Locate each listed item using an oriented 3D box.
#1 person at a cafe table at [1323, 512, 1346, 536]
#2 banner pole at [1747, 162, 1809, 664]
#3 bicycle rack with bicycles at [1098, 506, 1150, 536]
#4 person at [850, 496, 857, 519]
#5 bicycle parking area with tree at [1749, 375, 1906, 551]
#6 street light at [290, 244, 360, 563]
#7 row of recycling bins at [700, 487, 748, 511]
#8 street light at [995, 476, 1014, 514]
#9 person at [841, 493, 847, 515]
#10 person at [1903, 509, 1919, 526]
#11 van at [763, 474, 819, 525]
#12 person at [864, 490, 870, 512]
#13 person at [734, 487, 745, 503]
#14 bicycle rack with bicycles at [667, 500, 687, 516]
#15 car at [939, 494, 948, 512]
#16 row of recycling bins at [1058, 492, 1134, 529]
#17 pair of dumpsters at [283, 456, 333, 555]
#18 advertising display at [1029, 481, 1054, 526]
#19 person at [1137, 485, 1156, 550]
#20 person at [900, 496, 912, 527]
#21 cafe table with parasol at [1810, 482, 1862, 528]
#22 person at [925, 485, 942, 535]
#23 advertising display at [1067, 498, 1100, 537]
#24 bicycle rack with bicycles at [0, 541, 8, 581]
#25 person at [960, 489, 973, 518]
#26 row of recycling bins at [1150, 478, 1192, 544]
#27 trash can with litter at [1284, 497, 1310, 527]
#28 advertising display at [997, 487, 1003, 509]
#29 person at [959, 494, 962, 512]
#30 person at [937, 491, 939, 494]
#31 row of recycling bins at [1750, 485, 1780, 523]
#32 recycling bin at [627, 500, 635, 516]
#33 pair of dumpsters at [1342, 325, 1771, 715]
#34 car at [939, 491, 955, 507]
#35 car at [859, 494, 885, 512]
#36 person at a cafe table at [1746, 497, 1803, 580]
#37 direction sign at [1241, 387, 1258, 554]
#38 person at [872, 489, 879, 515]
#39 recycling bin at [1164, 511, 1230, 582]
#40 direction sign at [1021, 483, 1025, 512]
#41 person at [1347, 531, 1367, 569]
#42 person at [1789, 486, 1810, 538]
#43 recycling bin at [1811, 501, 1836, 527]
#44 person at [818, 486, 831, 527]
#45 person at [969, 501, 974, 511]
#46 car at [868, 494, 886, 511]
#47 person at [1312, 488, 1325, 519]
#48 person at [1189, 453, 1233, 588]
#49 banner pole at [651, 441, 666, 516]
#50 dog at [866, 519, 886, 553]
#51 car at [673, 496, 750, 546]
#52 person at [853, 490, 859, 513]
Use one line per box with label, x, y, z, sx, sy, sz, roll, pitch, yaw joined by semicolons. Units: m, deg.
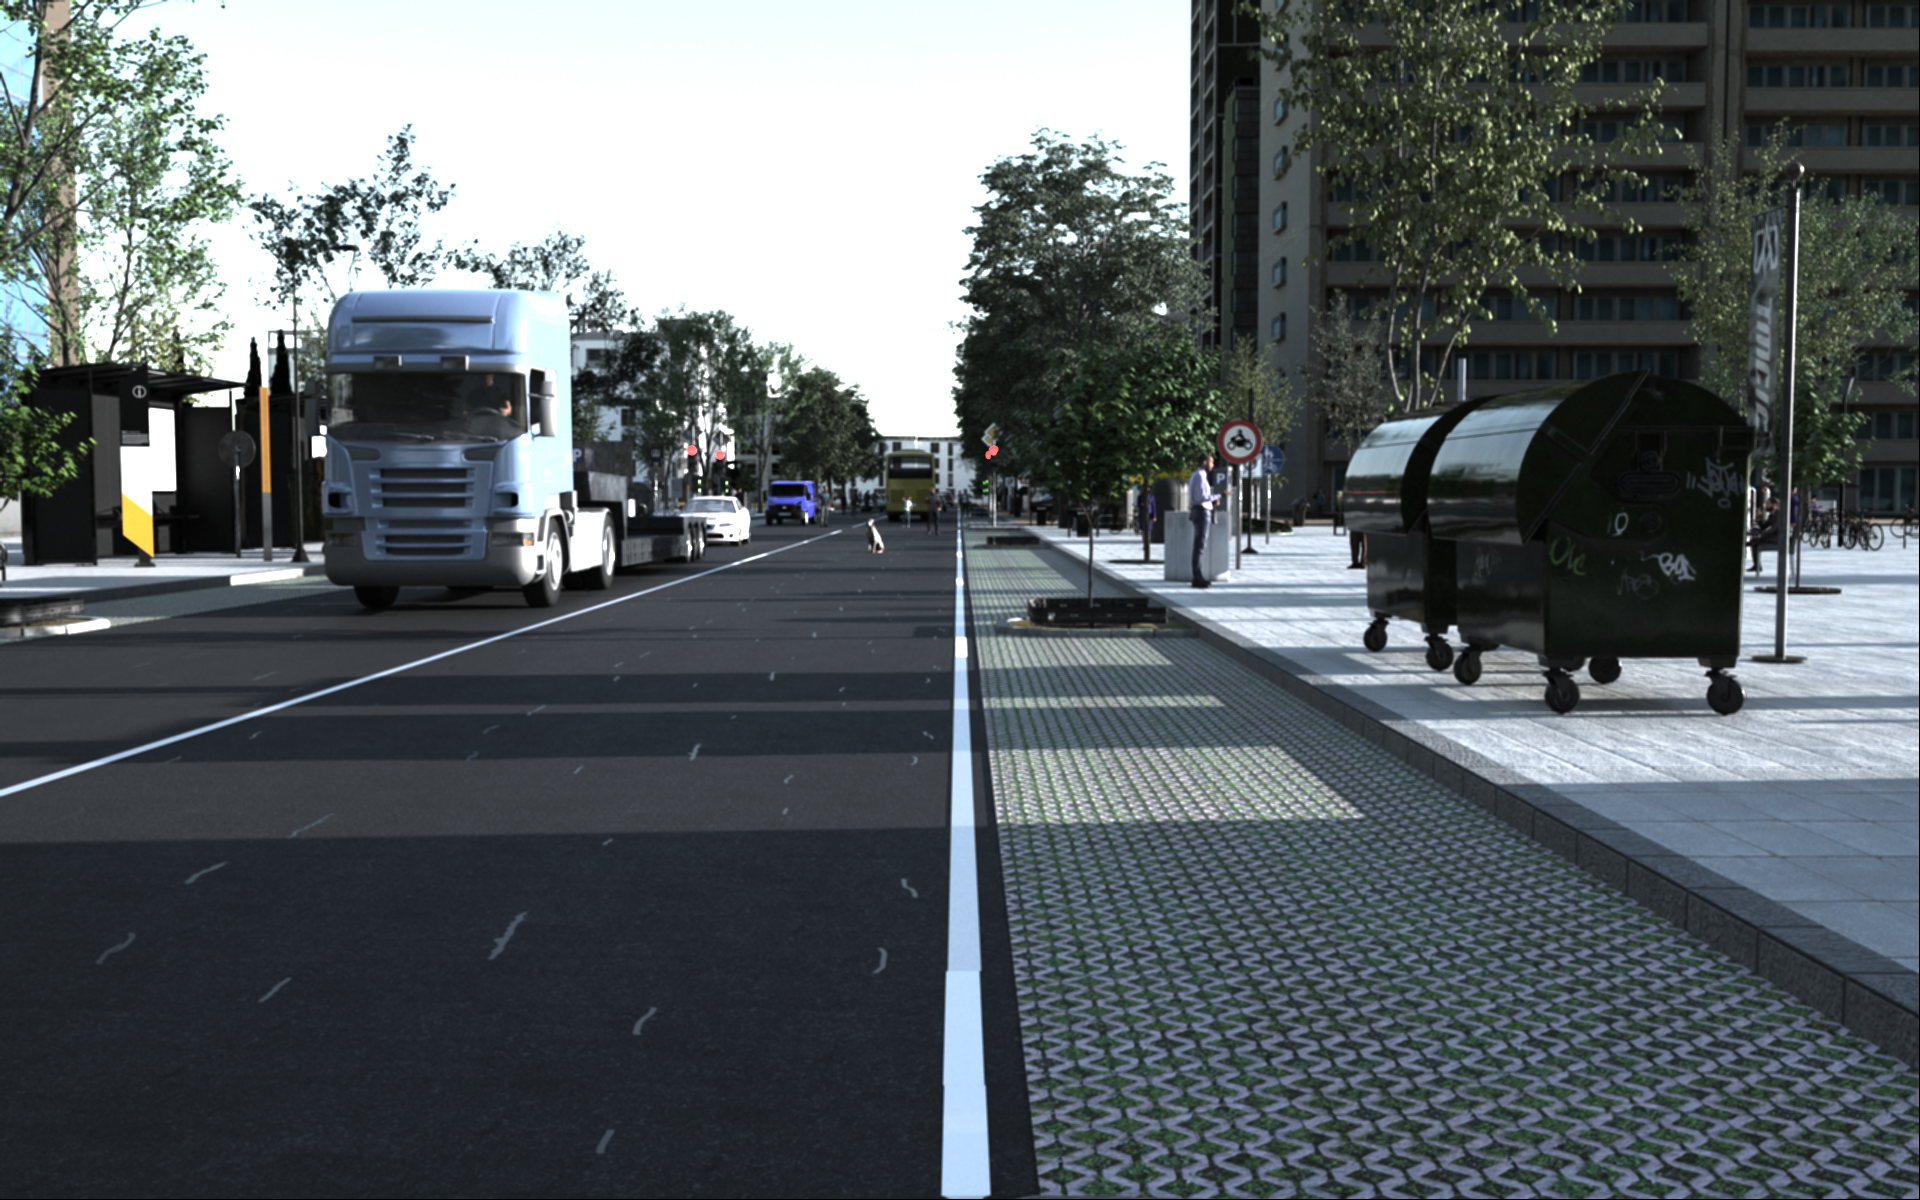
person at a cafe table;12.334;-2.597;53.314;1.698;1.238;1.726;-1;4;-12
banner pole;6.284;-1.431;13.407;0.401;3.779;0.863;0;4;-2
bicycle rack with bicycles;5.843;-2.539;54.898;2.925;0.926;2.852;-3;4;-36
person;-6.213;-5.413;100.905;0.435;1.345;0.340;0;4;-3
bicycle parking area with tree;18.872;-3.378;42.235;8.231;4.147;9.016;1;4;14
street light;-11.845;-3.658;32.346;1.470;5.913;1.316;0;3;0
row of recycling bins;-14.837;-6.229;108.952;3.534;1.692;1.069;-3;5;-43
street light;2.796;-8.476;111.116;1.470;5.913;1.316;0;3;0
person;-8.049;-6.638;119.577;0.480;1.512;0.613;-2;4;-29
person;39.671;-3.388;72.185;0.655;0.850;0.859;-1;4;-9
van;-7.869;-4.687;81.012;2.240;2.365;5.245;0;4;2
person;-7.272;-7.758;136.037;0.565;1.739;0.600;2;4;25
person;-10.164;-4.314;79.731;0.504;1.737;0.576;0;4;-2
bicycle rack with bicycles;-15.785;-5.429;102.150;2.925;0.926;2.852;0;4;-5
car;-1.996;-8.134;141.789;1.959;1.807;4.718;0;4;1
row of recycling bins;5.075;-3.518;64.627;1.069;1.692;3.534;-3;5;-44
pair of dumpsters;-12.771;-2.082;36.533;1.574;2.255;4.437;0;4;0
advertising display;3.235;-3.886;68.757;0.974;1.923;0.123;0;4;-4
person;4.272;-1.908;39.613;0.453;1.535;0.546;-1;4;-17
person;-2.348;-3.846;75.296;0.435;1.345;0.340;-3;5;-40
cafe table with parasol;32.657;-3.665;64.792;2.610;1.966;2.610;0;4;-7
person;-0.936;-3.173;60.908;0.617;1.759;0.750;0;4;-5
advertising display;3.668;-2.834;51.545;0.974;1.923;0.123;1;4;12
bicycle rack with bicycles;-15.582;-0.754;25.712;2.925;0.926;2.852;-3;4;-38
person;0.325;-5.712;102.615;0.841;1.734;0.376;2;4;23
row of recycling bins;5.738;-2.396;46.280;1.069;1.692;3.534;1;4;14
trash can with litter;13.081;-3.437;67.577;1.055;1.170;0.624;-2;4;-33
advertising display;3.703;-8.870;150.233;0.974;1.923;0.123;-1;4;-12
person;0.143;-7.927;141.346;0.421;1.427;0.697;-2;4;-23
person;-2.505;-11.287;193.707;0.551;1.740;0.621;3;4;36
row of recycling bins;35.287;-4.283;77.142;3.534;1.692;1.069;-2;4;-28
recycling bin;-15.188;-4.031;78.457;0.722;1.027;0.722;0;4;8
pair of dumpsters;3.921;-0.584;12.040;1.574;2.255;4.437;0;3;0
car;-1.767;-11.552;197.545;2.281;1.827;5.304;0;4;1
car;-7.072;-7.823;139.711;2.131;1.459;4.920;0;4;-2
person at a cafe table;11.751;-0.935;26.155;1.726;1.238;1.698;1;4;21
direction sign;6.245;-2.770;37.282;0.379;3.537;0.876;0;4;5
person;-5.841;-6.804;119.868;0.434;1.807;0.598;0;4;-5
recycling bin;3.498;-0.797;25.589;0.722;1.027;0.722;-2;4;-25
direction sign;4.514;-8.160;125.410;0.379;3.537;0.876;0;4;7
person;6.893;-1.306;29.669;0.482;1.546;0.388;2;4;35
person;24.200;-2.549;50.086;0.546;1.535;0.453;0;4;4
recycling bin;33.551;-3.351;67.339;0.722;1.027;0.722;1;4;12
person;-5.953;-4.123;76.036;0.598;1.807;0.434;-1;4;-21
person;0.954;-7.804;144.027;0.347;0.859;0.695;-2;4;-26
car;-6.856;-8.177;145.484;2.131;1.459;4.920;0;4;0
person;18.278;-4.921;88.371;0.647;1.594;0.662;1;4;22
person;3.445;-1.096;23.830;0.599;1.838;0.709;0;4;1
banner pole;-14.100;-5.583;81.298;0.863;3.779;0.401;0;4;2
dog;-1.979;-1.575;42.581;0.800;0.831;0.513;-1;4;-21
car;-7.020;-2.252;49.174;2.083;1.381;4.827;0;4;-2
person;-7.814;-7.374;129.886;0.431;1.722;0.655;-1;4;-9
